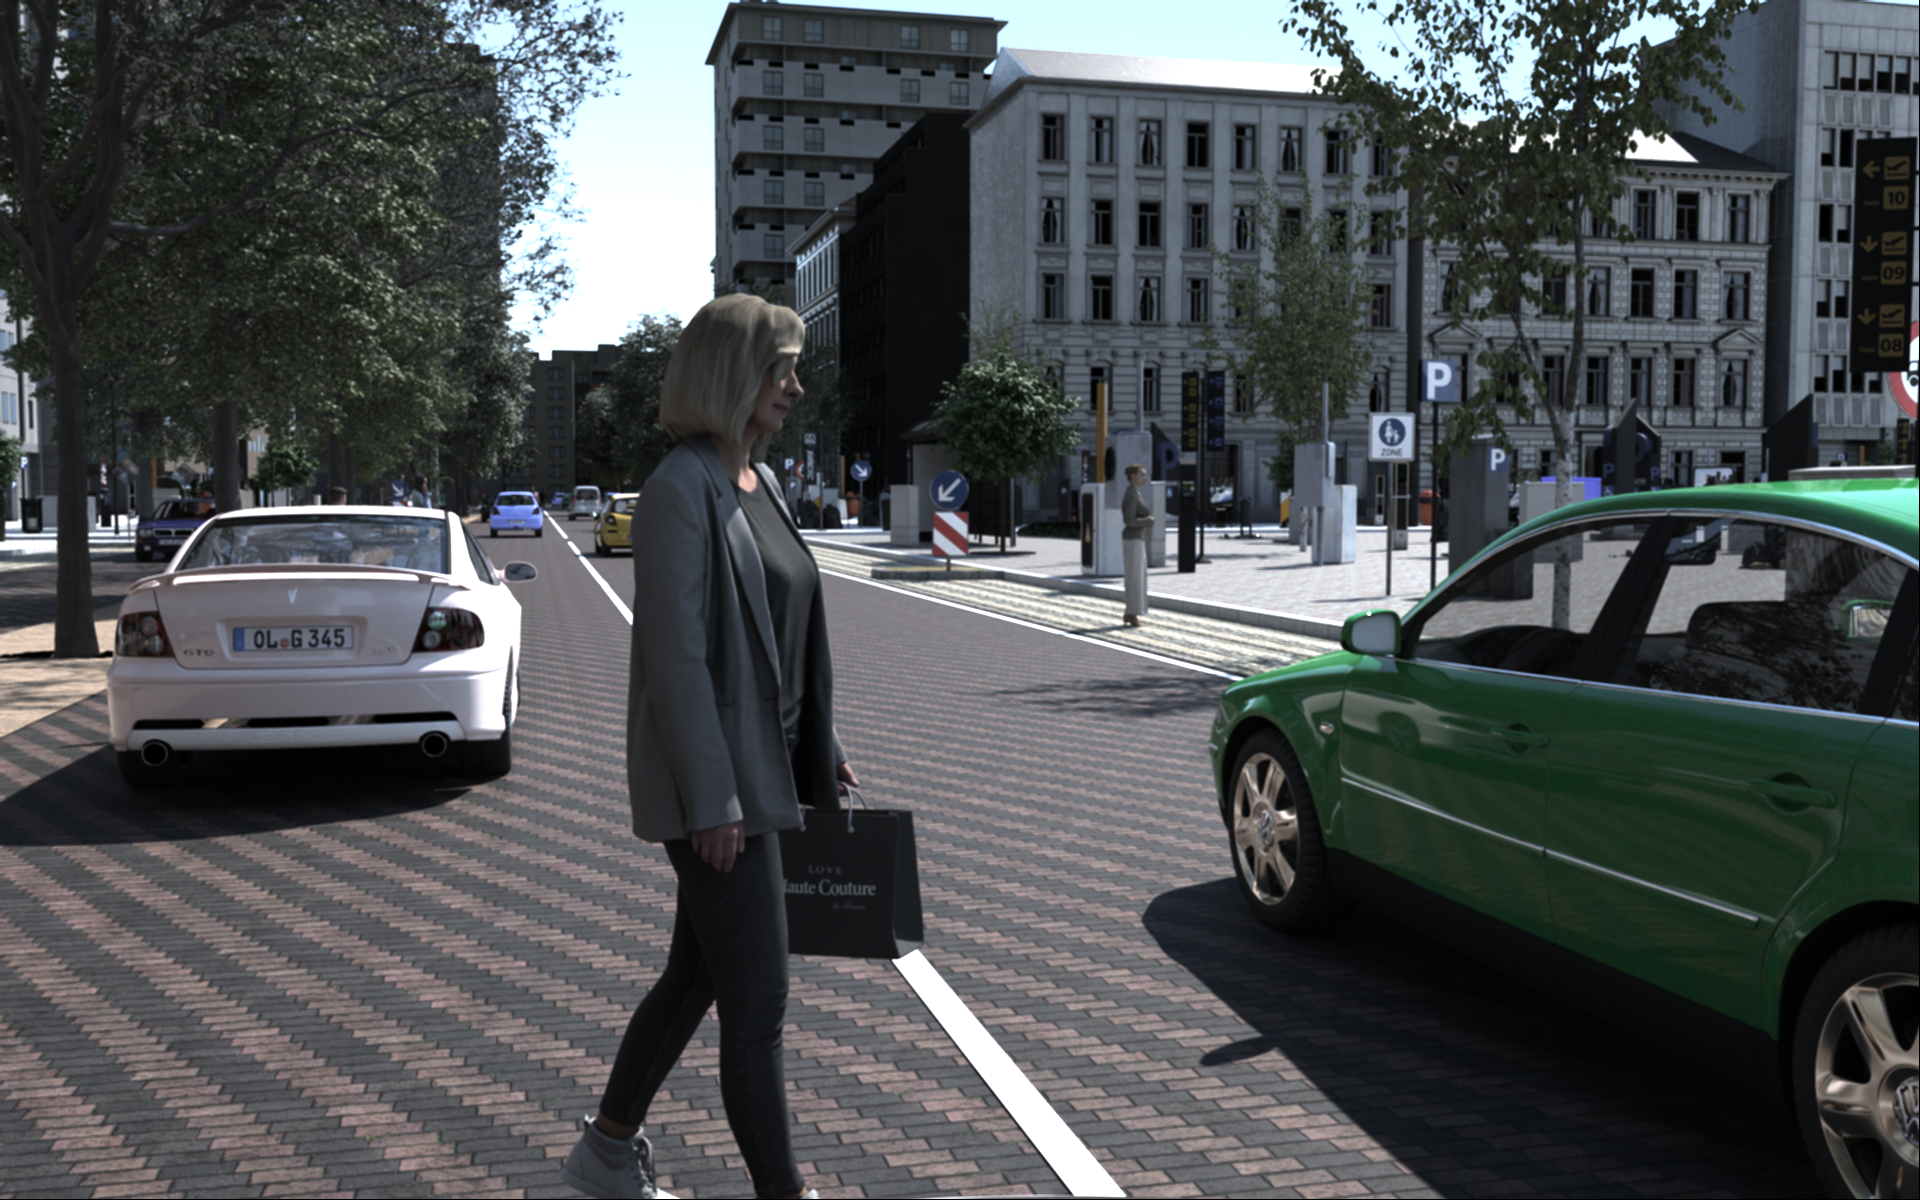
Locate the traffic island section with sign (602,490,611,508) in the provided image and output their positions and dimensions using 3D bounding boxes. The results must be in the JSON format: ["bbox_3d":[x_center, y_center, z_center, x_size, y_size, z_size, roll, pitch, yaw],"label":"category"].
[{"bbox_3d":[-32.249,-9.123,157.796,1.989,1.847,2.006,-1,4,-14],"label":"traffic island section with sign"}]

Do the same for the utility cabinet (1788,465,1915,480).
[{"bbox_3d":[7.069,-0.310,13.751,0.318,1.500,1.173,-1,4,-12],"label":"utility cabinet"}]

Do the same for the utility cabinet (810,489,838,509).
[{"bbox_3d":[-5.526,-3.768,70.279,1.173,1.500,0.318,-3,4,-39],"label":"utility cabinet"}]

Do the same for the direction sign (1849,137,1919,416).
[{"bbox_3d":[6.151,-1.166,11.062,0.876,3.537,0.379,1,4,12],"label":"direction sign"}]

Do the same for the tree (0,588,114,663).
[{"bbox_3d":[-7.672,-6.226,14.627,12.009,13.543,11.850,0,3,0],"label":"tree"}]

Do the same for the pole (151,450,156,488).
[{"bbox_3d":[-33.064,-4.723,71.061,0.158,3.312,0.155,0,3,0],"label":"pole"}]

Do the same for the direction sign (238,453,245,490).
[{"bbox_3d":[-39.294,-6.285,94.763,0.379,3.537,0.876,-3,5,-42],"label":"direction sign"}]

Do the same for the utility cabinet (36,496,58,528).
[{"bbox_3d":[-34.943,-3.393,66.636,1.020,1.237,0.306,-3,5,-43],"label":"utility cabinet"}]

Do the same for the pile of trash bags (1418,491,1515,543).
[{"bbox_3d":[13.436,-2.242,46.408,3.447,1.369,1.912,-3,5,-40],"label":"pile of trash bags"}]

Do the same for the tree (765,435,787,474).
[{"bbox_3d":[-14.876,-10.842,127.632,4.737,8.622,4.395,0,3,0],"label":"tree"}]

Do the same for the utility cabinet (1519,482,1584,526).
[{"bbox_3d":[11.280,-1.492,33.072,1.173,1.500,0.318,-1,4,-9],"label":"utility cabinet"}]

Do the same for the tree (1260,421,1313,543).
[{"bbox_3d":[8.831,-3.136,45.877,1.663,3.219,1.824,0,3,0],"label":"tree"}]

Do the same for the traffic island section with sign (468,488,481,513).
[{"bbox_3d":[-36.247,-7.395,129.041,2.006,1.907,1.989,-1,4,-14],"label":"traffic island section with sign"}]

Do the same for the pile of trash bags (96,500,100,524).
[{"bbox_3d":[-38.059,-3.958,74.460,1.912,1.369,3.447,-2,4,-27],"label":"pile of trash bags"}]

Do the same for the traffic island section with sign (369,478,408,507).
[{"bbox_3d":[-18.157,-2.934,56.104,2.006,1.907,1.989,-1,4,-14],"label":"traffic island section with sign"}]

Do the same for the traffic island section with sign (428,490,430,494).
[{"bbox_3d":[-55.296,-10.494,180.210,1.989,1.847,2.006,-1,4,-14],"label":"traffic island section with sign"}]

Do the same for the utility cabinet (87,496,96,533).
[{"bbox_3d":[-28.759,-2.816,57.206,0.306,1.237,1.020,-2,4,-34],"label":"utility cabinet"}]

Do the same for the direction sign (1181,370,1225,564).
[{"bbox_3d":[4.477,-2.446,31.982,0.876,3.537,0.379,3,4,36],"label":"direction sign"}]

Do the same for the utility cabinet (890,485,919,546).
[{"bbox_3d":[-1.348,-2.065,42.444,0.318,1.500,1.173,-2,4,-23],"label":"utility cabinet"}]

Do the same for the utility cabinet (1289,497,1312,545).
[{"bbox_3d":[8.834,-2.005,43.941,0.306,1.237,1.020,-3,5,-42],"label":"utility cabinet"}]

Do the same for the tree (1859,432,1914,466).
[{"bbox_3d":[28.888,-3.637,54.069,1.663,3.219,1.824,0,3,0],"label":"tree"}]

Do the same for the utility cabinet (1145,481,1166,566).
[{"bbox_3d":[3.215,-1.354,30.819,0.318,1.500,1.173,-2,4,-25],"label":"utility cabinet"}]

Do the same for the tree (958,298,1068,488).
[{"bbox_3d":[1.741,-7.021,65.155,4.737,8.622,4.395,0,3,0],"label":"tree"}]

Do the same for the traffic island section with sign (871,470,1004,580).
[{"bbox_3d":[-0.460,-1.278,29.517,1.989,1.847,2.006,-1,4,-14],"label":"traffic island section with sign"}]

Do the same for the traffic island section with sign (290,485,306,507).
[{"bbox_3d":[-30.258,-4.318,79.227,1.989,1.847,2.006,-1,4,-14],"label":"traffic island section with sign"}]

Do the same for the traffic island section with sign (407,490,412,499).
[{"bbox_3d":[-48.800,-8.894,154.046,1.989,1.847,2.006,-1,4,-14],"label":"traffic island section with sign"}]

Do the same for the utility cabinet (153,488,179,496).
[{"bbox_3d":[-30.657,-3.543,66.607,1.173,1.500,0.318,-1,4,-20],"label":"utility cabinet"}]

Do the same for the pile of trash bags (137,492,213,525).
[{"bbox_3d":[-30.823,-3.590,68.452,3.447,1.369,1.912,2,4,26],"label":"pile of trash bags"}]

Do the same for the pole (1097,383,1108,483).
[{"bbox_3d":[2.620,-2.332,31.978,0.158,3.312,0.155,0,3,0],"label":"pole"}]

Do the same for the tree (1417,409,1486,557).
[{"bbox_3d":[10.492,-2.498,35.441,1.663,3.219,1.824,0,3,0],"label":"tree"}]

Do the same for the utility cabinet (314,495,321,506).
[{"bbox_3d":[-45.168,-6.762,121.719,0.306,1.237,1.020,-1,4,-9],"label":"utility cabinet"}]

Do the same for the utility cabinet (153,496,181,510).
[{"bbox_3d":[-29.922,-3.311,65.304,1.020,1.237,0.306,0,4,-1],"label":"utility cabinet"}]

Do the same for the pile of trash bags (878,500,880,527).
[{"bbox_3d":[-2.322,-3.624,69.007,3.447,1.369,1.912,-1,4,-13],"label":"pile of trash bags"}]

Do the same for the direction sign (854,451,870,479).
[{"bbox_3d":[-5.218,-6.117,92.006,0.876,3.537,0.379,-2,4,-25],"label":"direction sign"}]

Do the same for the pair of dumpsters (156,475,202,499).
[{"bbox_3d":[-34.210,-4.462,75.442,1.574,2.255,4.437,-1,4,-14],"label":"pair of dumpsters"}]

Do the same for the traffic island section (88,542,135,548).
[{"bbox_3d":[-22.624,-1.520,47.128,2.009,0.180,2.903,-1,4,-14],"label":"traffic island section"}]

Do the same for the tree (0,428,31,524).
[{"bbox_3d":[-41.627,-5.531,74.139,4.285,4.588,4.351,0,3,0],"label":"tree"}]

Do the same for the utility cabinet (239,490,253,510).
[{"bbox_3d":[-44.125,-5.983,106.501,1.173,1.500,0.318,-2,4,-35],"label":"utility cabinet"}]

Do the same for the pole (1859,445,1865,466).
[{"bbox_3d":[37.699,-4.809,72.468,0.158,3.312,0.155,0,3,0],"label":"pole"}]

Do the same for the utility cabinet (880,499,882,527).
[{"bbox_3d":[-2.794,-3.429,67.234,0.306,1.237,1.020,1,4,19],"label":"utility cabinet"}]

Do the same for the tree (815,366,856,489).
[{"bbox_3d":[-7.470,-8.866,95.322,4.360,8.622,3.978,0,3,0],"label":"tree"}]

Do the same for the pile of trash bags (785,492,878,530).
[{"bbox_3d":[-5.042,-3.315,63.956,3.447,1.369,1.912,-3,5,-44],"label":"pile of trash bags"}]

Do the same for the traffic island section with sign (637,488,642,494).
[{"bbox_3d":[-20.175,-6.143,109.073,1.989,1.847,2.006,-1,4,-14],"label":"traffic island section with sign"}]

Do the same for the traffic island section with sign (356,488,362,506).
[{"bbox_3d":[-36.847,-5.944,105.815,1.989,1.847,2.006,-1,4,-14],"label":"traffic island section with sign"}]

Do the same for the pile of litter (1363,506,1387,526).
[{"bbox_3d":[16.869,-3.451,70.392,1.719,0.858,1.176,-3,5,-41],"label":"pile of litter"}]

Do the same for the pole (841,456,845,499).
[{"bbox_3d":[-6.236,-6.006,92.040,0.158,3.312,0.155,0,3,0],"label":"pole"}]
